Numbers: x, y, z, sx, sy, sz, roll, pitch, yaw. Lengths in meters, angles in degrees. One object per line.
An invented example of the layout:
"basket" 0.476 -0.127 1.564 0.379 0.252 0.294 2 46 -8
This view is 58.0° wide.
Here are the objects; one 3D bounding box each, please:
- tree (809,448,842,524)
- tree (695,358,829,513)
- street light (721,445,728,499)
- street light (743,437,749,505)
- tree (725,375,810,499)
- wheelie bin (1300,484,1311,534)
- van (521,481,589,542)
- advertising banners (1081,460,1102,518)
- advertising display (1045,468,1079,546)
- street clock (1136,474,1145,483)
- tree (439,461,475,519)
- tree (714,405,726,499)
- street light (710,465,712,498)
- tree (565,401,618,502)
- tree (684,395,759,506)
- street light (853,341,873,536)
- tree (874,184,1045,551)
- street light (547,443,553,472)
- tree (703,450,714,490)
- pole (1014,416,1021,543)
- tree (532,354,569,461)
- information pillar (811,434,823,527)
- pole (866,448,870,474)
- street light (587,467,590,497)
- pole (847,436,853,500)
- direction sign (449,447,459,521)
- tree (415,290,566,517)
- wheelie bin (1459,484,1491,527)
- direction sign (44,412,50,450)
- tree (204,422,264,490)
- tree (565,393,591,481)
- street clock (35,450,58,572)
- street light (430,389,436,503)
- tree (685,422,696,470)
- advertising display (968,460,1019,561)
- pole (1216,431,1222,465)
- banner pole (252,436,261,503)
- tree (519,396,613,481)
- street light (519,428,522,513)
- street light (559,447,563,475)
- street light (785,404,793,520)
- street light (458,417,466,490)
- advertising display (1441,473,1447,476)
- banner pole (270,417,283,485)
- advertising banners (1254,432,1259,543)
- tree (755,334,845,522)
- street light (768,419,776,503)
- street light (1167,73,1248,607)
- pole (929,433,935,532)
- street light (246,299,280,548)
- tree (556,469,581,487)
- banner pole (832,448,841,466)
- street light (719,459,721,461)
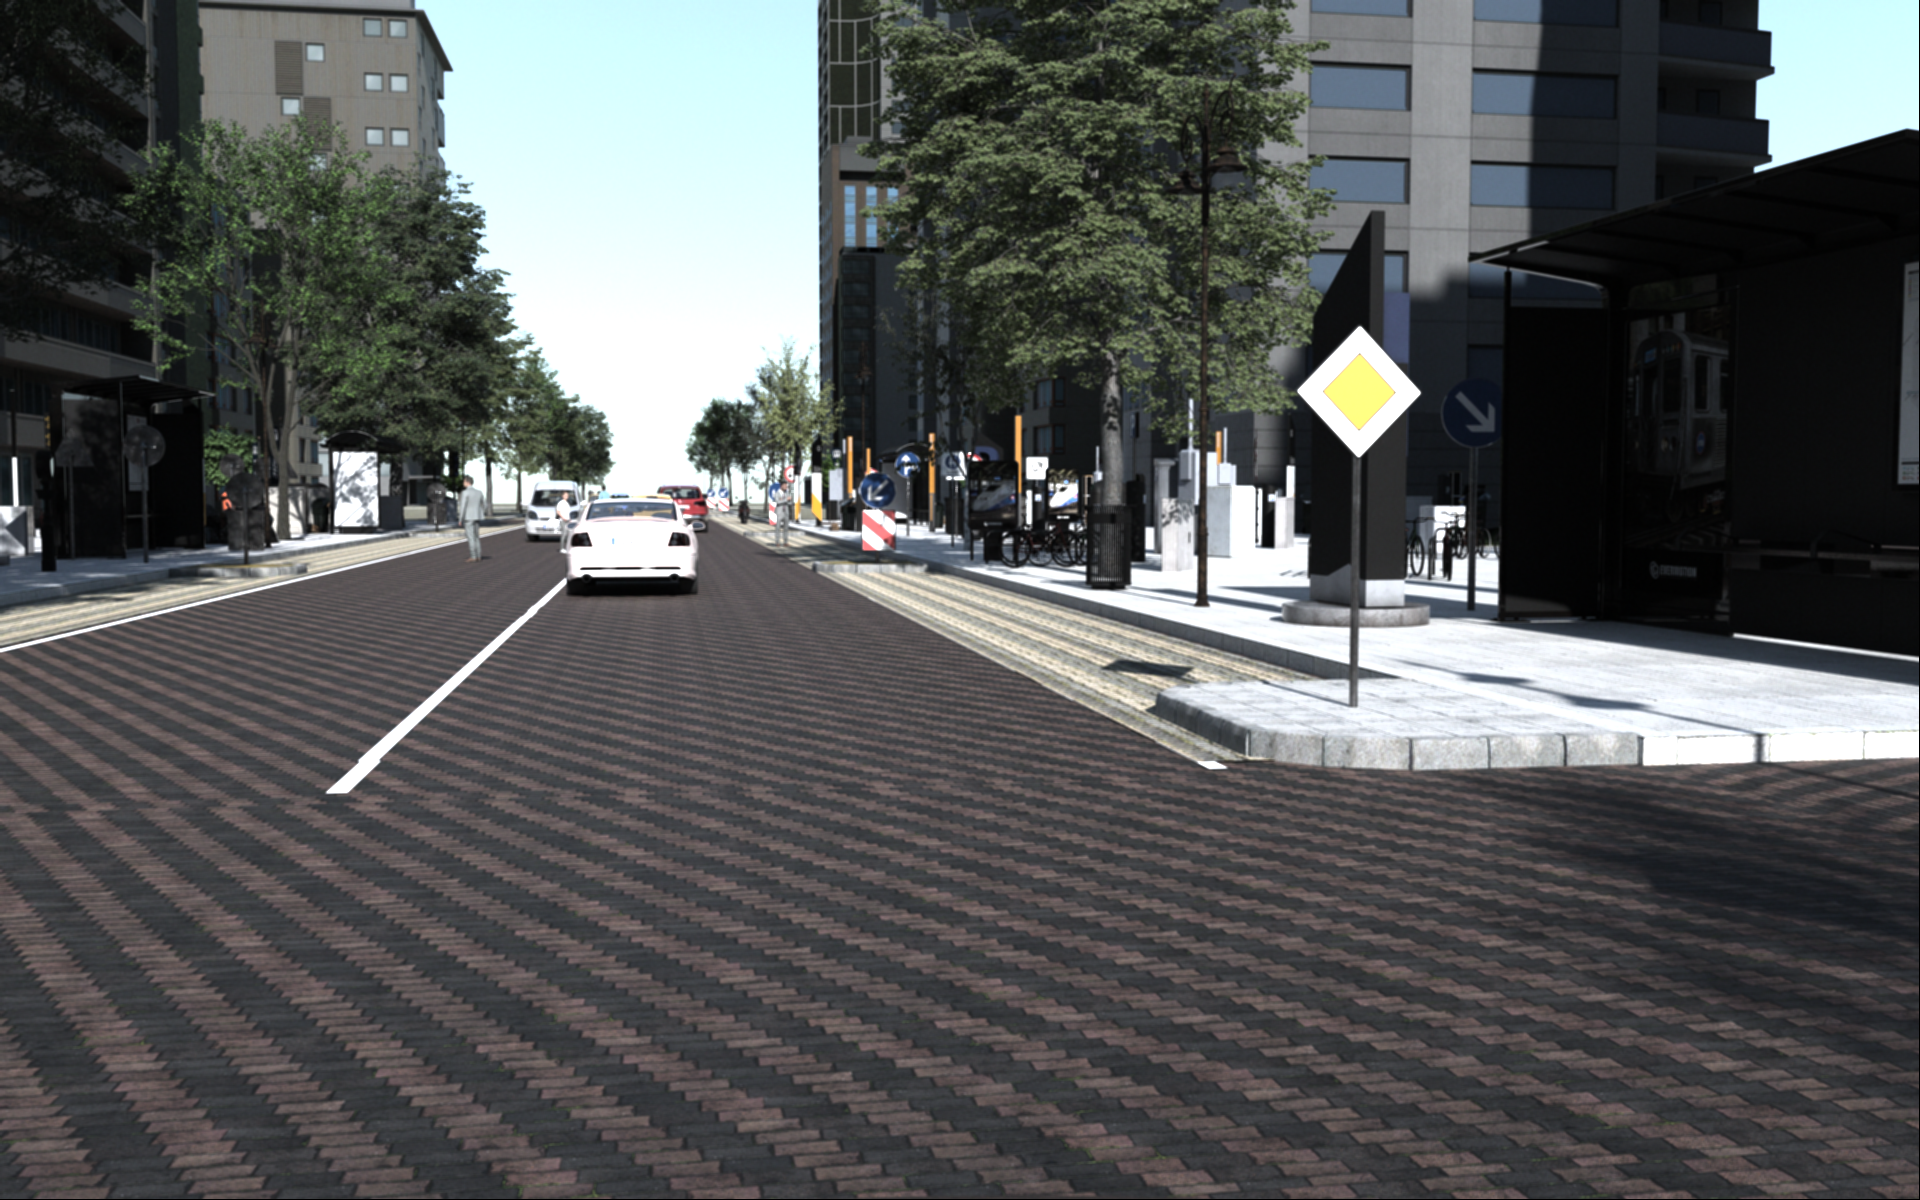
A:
"tree" -5.668 -4.834 73.635 1.663 3.219 1.824 0 3 0
"tree" -13.435 -11.320 119.498 8.767 10.594 7.601 -1 4 -11
"street light" -21.489 -11.439 159.815 0.468 5.910 1.993 -1 4 -10
"street light" -15.773 -9.459 127.449 0.468 5.910 1.993 -1 4 -10
"tree" -10.950 -9.400 104.051 4.360 8.622 3.978 0 3 0
"wheelie bin" 11.402 -2.925 55.734 0.980 1.594 0.693 3 4 37
"van" -12.393 -2.818 53.088 2.013 2.044 4.112 -1 4 -11
"advertising banners" 6.326 -5.562 87.123 2.074 3.025 0.090 1 4 12
"advertising display" 2.506 -2.281 42.515 0.974 1.923 0.123 -2 4 -34
"street clock" 6.361 -3.482 61.500 0.358 2.002 0.471 -1 4 -22
"tree" -25.825 -5.733 88.334 1.663 3.219 1.824 0 3 0
"tree" -16.207 -11.043 130.915 4.360 8.622 3.978 0 3 0
"street light" -30.078 -14.469 209.352 0.468 5.910 1.993 -1 4 -10
"tree" -51.941 -20.304 238.629 9.857 13.997 8.962 0 3 0
"tree" -24.325 -15.689 182.268 9.928 11.665 9.643 0 3 0
"street light" -2.916 -4.859 52.234 0.468 5.910 1.993 -1 4 -10
"tree" 0.114 -5.443 39.359 4.360 8.622 3.978 0 3 0
"street light" -35.498 -10.835 149.934 0.468 5.910 1.993 -1 4 -10
"tree" -28.149 -15.415 202.390 4.360 8.622 3.978 0 3 0
"pole" 1.505 -3.135 45.104 0.158 3.312 0.155 0 3 0
"tree" -32.263 -12.300 126.854 9.928 11.665 9.643 0 3 0
"information pillar" -5.611 -4.681 67.892 0.183 3.616 0.504 3 5 40
"pole" -4.083 -5.098 77.203 0.158 3.312 0.155 0 3 0
"street light" -49.400 -15.770 230.631 0.468 5.910 1.993 -1 4 -10
"pole" -3.901 -4.125 61.292 0.158 3.312 0.155 0 3 0
"direction sign" -23.925 -5.497 81.880 0.379 3.537 0.876 -3 5 -44
"tree" -26.849 -10.932 96.867 7.486 12.596 7.792 0 3 0
"wheelie bin" 16.199 -2.844 54.405 0.980 1.594 0.693 0 3 0
"direction sign" -24.921 -3.409 47.741 0.876 3.537 0.379 2 4 31
"tree" -33.298 -5.817 78.822 4.285 4.588 4.351 0 3 0
"tree" -40.604 -15.565 172.610 7.486 12.596 7.792 0 3 0
"street clock" -15.130 -1.476 28.705 0.358 2.002 0.471 -1 4 -17
"street light" -22.216 -6.139 73.166 0.468 5.910 1.993 -1 4 -10
"tree" -23.446 -14.411 170.037 7.601 10.594 8.767 -1 4 -16
"advertising display" 0.642 -1.716 33.277 0.974 1.923 0.123 1 4 16
"pole" 8.409 -3.823 56.349 0.158 3.312 0.155 0 3 0
"banner pole" -30.574 -5.221 75.374 0.863 3.779 0.401 3 5 41
"tree" -37.290 -13.683 158.136 8.767 10.594 7.601 2 4 30
"street light" -29.795 -8.843 117.370 0.468 5.910 1.993 -1 4 -10
"street light" -38.171 -11.795 165.641 0.468 5.910 1.993 -1 4 -10
"street light" -8.279 -6.816 84.233 0.468 5.910 1.993 -1 4 -10
"street light" -24.090 -6.802 84.007 0.468 5.910 1.993 -1 4 -10
"advertising display" 14.968 -2.961 53.632 0.123 1.923 0.974 1 4 12
"banner pole" -21.997 -4.027 55.863 0.401 3.779 0.863 1 4 12
"advertising banners" 7.838 -3.034 45.786 0.090 3.025 2.074 0 4 8
"tree" -7.353 -7.883 79.245 4.737 8.622 4.395 0 3 0
"street light" -10.198 -7.453 94.643 0.468 5.910 1.993 -1 4 -10
"street light" 2.766 -2.864 19.610 0.468 5.910 1.993 -1 4 -10
"pole" -0.936 -3.932 58.136 0.158 3.312 0.155 0 3 0
"street light" -16.536 -4.186 41.221 0.468 5.910 1.993 -1 4 -10
"tree" -41.114 -12.057 180.840 4.285 4.588 4.351 0 3 0
"banner pole" -5.695 -5.648 82.355 0.863 3.779 0.401 1 4 17
"street light" -24.384 -12.507 177.278 0.468 5.910 1.993 -1 4 -10
